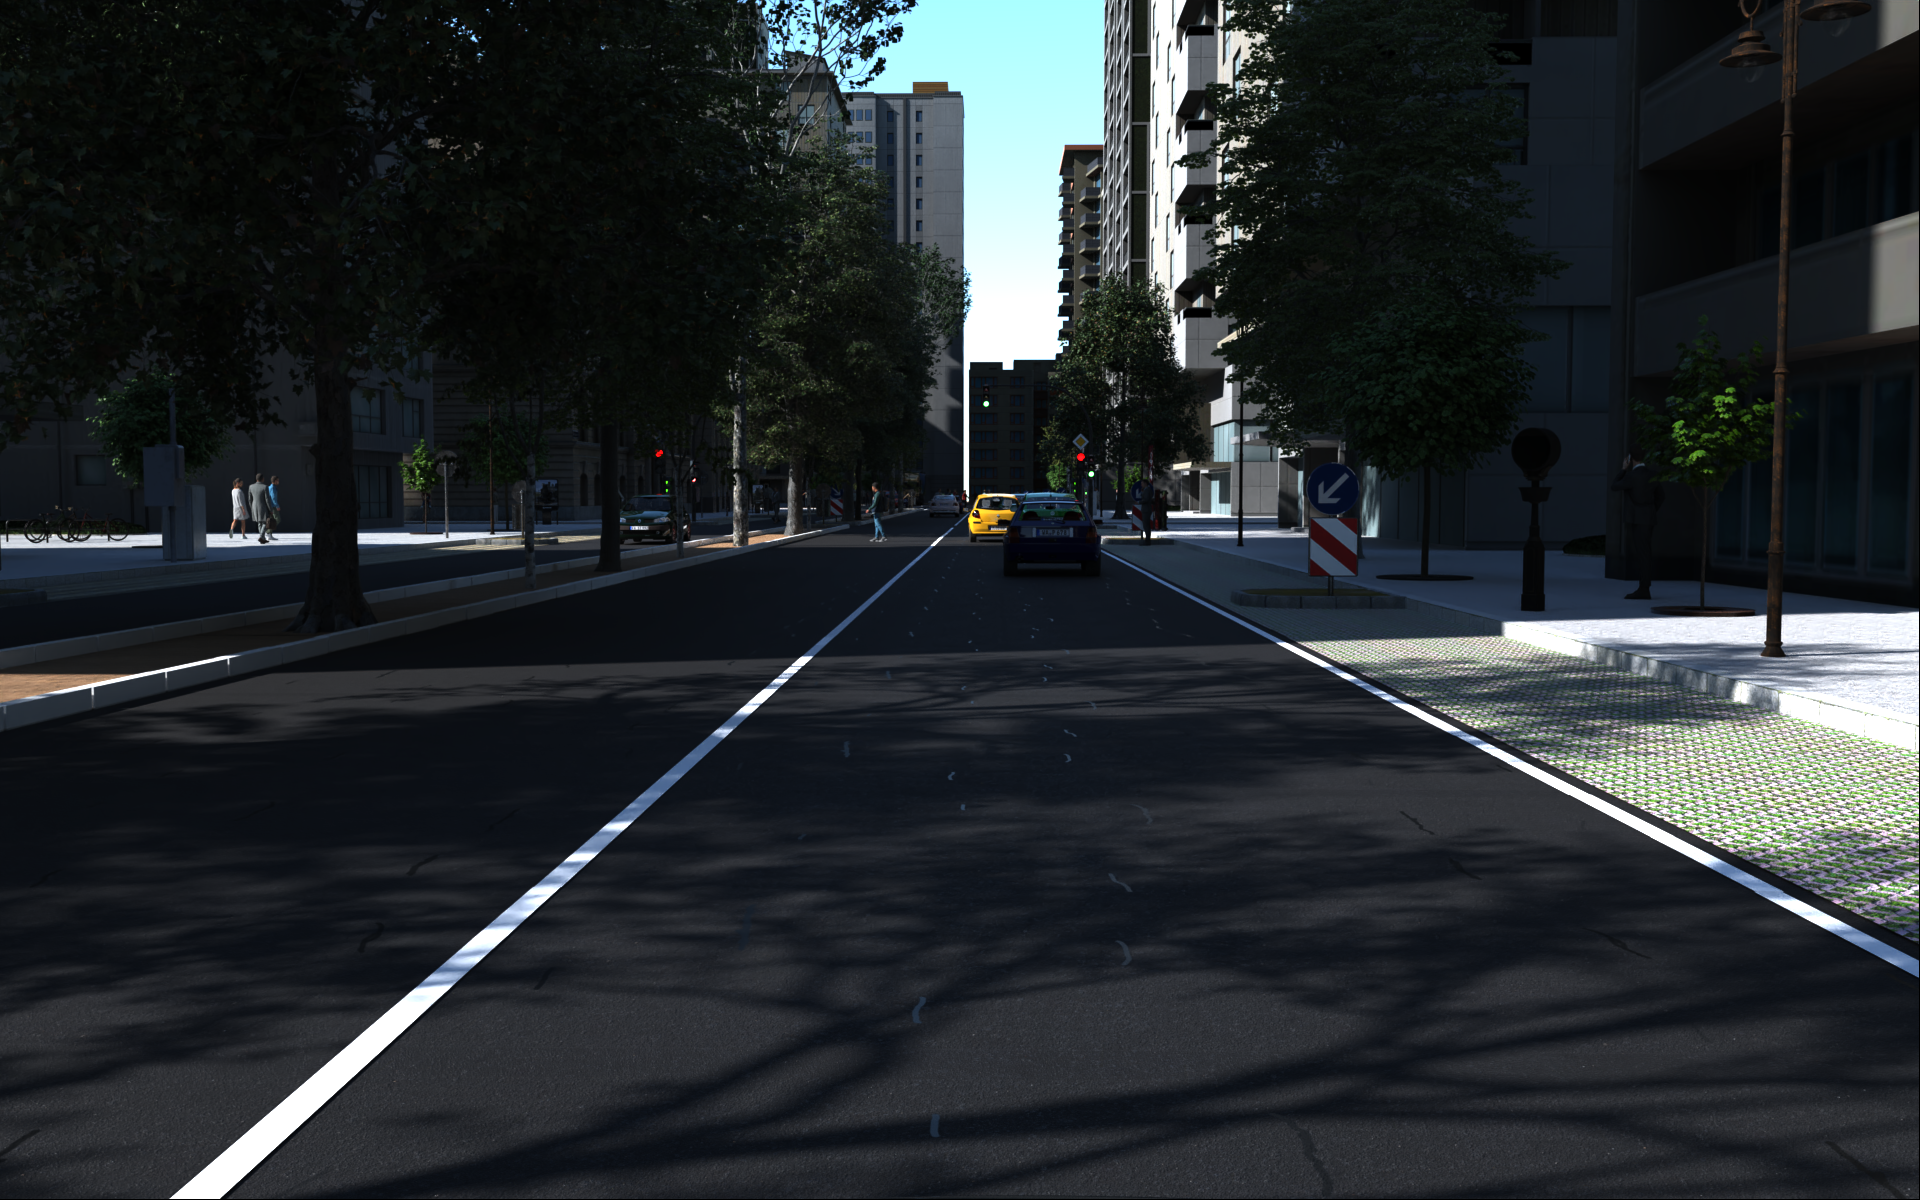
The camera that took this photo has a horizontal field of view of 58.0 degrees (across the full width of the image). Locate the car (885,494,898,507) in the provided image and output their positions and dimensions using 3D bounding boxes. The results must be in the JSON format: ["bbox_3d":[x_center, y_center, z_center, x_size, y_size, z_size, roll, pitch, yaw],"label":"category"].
[{"bbox_3d":[-6.651,-9.839,169.908,2.155,1.783,4.494,0,4,2],"label":"car"}]

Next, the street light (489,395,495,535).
[{"bbox_3d":[-14.793,-5.005,54.621,0.468,5.910,1.993,0,4,1],"label":"street light"}]

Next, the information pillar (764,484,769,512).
[{"bbox_3d":[-13.873,-7.319,124.155,0.304,2.012,0.304,0,4,-3],"label":"information pillar"}]

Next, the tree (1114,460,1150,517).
[{"bbox_3d":[10.146,-6.377,98.860,1.663,3.219,1.824,0,3,0],"label":"tree"}]

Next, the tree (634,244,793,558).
[{"bbox_3d":[-6.230,-5.229,38.311,4.737,8.622,4.395,0,3,0],"label":"tree"}]

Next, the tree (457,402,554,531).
[{"bbox_3d":[-15.948,-4.719,60.868,4.285,4.588,4.351,0,3,0],"label":"tree"}]

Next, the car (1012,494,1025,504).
[{"bbox_3d":[2.254,-3.242,64.805,2.131,1.459,4.920,0,4,2],"label":"car"}]

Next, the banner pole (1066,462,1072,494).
[{"bbox_3d":[8.337,-8.657,131.566,0.401,3.779,0.863,3,5,42],"label":"banner pole"}]

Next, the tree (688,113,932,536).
[{"bbox_3d":[-5.695,-9.173,59.090,9.857,13.997,8.962,0,3,0],"label":"tree"}]

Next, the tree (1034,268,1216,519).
[{"bbox_3d":[8.318,-10.463,88.075,9.611,12.733,9.660,0,3,0],"label":"tree"}]

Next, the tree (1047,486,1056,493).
[{"bbox_3d":[10.378,-11.828,187.989,1.663,3.219,1.824,0,3,0],"label":"tree"}]

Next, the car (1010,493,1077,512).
[{"bbox_3d":[2.263,-2.154,44.011,1.959,1.807,4.718,0,4,1],"label":"car"}]

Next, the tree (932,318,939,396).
[{"bbox_3d":[-5.430,-10.660,83.400,9.857,13.997,8.962,0,3,0],"label":"tree"}]

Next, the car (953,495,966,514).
[{"bbox_3d":[-0.567,-6.942,126.077,1.945,1.354,3.894,0,4,2],"label":"car"}]

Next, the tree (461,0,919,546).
[{"bbox_3d":[-7.191,-11.576,47.613,12.611,20.169,13.585,0,3,0],"label":"tree"}]

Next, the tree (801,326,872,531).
[{"bbox_3d":[-5.817,-6.961,66.639,4.737,8.622,4.395,0,3,0],"label":"tree"}]

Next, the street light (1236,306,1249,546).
[{"bbox_3d":[6.888,-4.257,42.382,0.468,5.910,1.993,0,4,1],"label":"street light"}]

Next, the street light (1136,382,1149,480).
[{"bbox_3d":[7.508,-6.029,71.355,0.468,5.910,1.993,0,4,1],"label":"street light"}]

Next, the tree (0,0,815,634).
[{"bbox_3d":[-6.532,-6.020,17.900,9.611,12.733,9.660,0,3,0],"label":"tree"}]

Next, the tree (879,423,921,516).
[{"bbox_3d":[-4.978,-9.726,111.831,4.737,8.622,4.395,0,3,0],"label":"tree"}]

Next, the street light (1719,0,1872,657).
[{"bbox_3d":[6.429,-2.491,13.513,0.468,5.910,1.993,0,4,1],"label":"street light"}]

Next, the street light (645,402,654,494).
[{"bbox_3d":[-14.295,-6.586,80.468,0.468,5.910,1.993,0,4,1],"label":"street light"}]

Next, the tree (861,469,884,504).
[{"bbox_3d":[-11.756,-15.028,229.422,4.285,4.588,4.351,0,3,0],"label":"tree"}]

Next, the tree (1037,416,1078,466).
[{"bbox_3d":[9.434,-13.064,163.956,4.737,8.622,4.395,0,3,0],"label":"tree"}]

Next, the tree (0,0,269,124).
[{"bbox_3d":[-6.736,-4.407,8.931,8.767,10.594,7.601,0,4,1],"label":"tree"}]

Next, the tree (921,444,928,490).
[{"bbox_3d":[-4.685,-11.573,142.033,4.737,8.622,4.395,0,3,0],"label":"tree"}]

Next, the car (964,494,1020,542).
[{"bbox_3d":[1.117,-2.608,52.865,2.015,1.641,3.980,0,4,0],"label":"car"}]

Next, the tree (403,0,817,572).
[{"bbox_3d":[-6.557,-6.814,31.996,7.486,12.596,7.792,0,3,0],"label":"tree"}]

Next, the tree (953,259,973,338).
[{"bbox_3d":[-5.902,-16.019,120.255,12.611,20.169,13.585,0,3,0],"label":"tree"}]

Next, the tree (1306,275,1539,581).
[{"bbox_3d":[6.972,-2.596,26.166,4.285,4.588,4.351,0,3,0],"label":"tree"}]

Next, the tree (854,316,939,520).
[{"bbox_3d":[-5.053,-10.718,103.450,9.928,11.665,9.643,0,3,0],"label":"tree"}]

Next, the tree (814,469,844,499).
[{"bbox_3d":[-13.173,-11.602,173.401,4.285,4.588,4.351,0,3,0],"label":"tree"}]

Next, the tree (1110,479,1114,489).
[{"bbox_3d":[11.370,-7.662,119.867,1.663,3.219,1.824,0,3,0],"label":"tree"}]

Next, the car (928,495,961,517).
[{"bbox_3d":[-0.968,-5.853,108.064,2.083,1.381,4.827,0,4,0],"label":"car"}]

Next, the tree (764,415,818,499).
[{"bbox_3d":[-13.470,-13.143,149.306,7.601,10.594,8.767,1,4,14],"label":"tree"}]

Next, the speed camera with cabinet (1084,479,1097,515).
[{"bbox_3d":[7.937,-6.785,105.263,0.660,3.252,2.038,0,4,-2],"label":"speed camera with cabinet"}]

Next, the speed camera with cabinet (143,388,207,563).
[{"bbox_3d":[-15.032,-2.374,33.146,0.660,3.252,2.038,-1,4,-9],"label":"speed camera with cabinet"}]

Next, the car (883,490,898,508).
[{"bbox_3d":[-7.178,-10.216,175.711,2.281,1.827,5.304,0,4,1],"label":"car"}]

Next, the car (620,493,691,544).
[{"bbox_3d":[-8.983,-2.498,50.625,2.009,1.686,4.222,0,4,1],"label":"car"}]

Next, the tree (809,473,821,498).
[{"bbox_3d":[-13.717,-10.252,162.215,1.663,3.219,1.824,0,3,0],"label":"tree"}]

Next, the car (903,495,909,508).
[{"bbox_3d":[-6.326,-10.478,183.898,1.945,1.354,3.894,0,3,0],"label":"car"}]

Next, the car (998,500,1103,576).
[{"bbox_3d":[1.657,-1.168,31.670,1.945,1.354,3.894,0,4,2],"label":"car"}]

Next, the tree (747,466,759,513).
[{"bbox_3d":[-14.750,-7.654,119.738,1.663,3.219,1.824,0,3,0],"label":"tree"}]

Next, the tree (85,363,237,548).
[{"bbox_3d":[-19.243,-3.538,41.560,4.285,4.588,4.351,0,3,0],"label":"tree"}]

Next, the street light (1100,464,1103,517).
[{"bbox_3d":[7.905,-7.581,96.732,0.468,5.910,1.993,0,4,1],"label":"street light"}]

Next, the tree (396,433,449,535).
[{"bbox_3d":[-17.175,-3.708,55.234,1.663,3.219,1.824,0,3,0],"label":"tree"}]

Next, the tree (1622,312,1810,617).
[{"bbox_3d":[7.885,-1.467,18.593,1.663,3.219,1.824,0,3,0],"label":"tree"}]

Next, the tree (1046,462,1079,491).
[{"bbox_3d":[9.572,-10.766,159.745,4.285,4.588,4.351,0,3,0],"label":"tree"}]

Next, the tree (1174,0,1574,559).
[{"bbox_3d":[7.922,-7.066,33.663,7.486,12.596,7.792,0,3,0],"label":"tree"}]

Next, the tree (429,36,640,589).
[{"bbox_3d":[-6.490,-4.482,26.103,4.360,8.622,3.978,0,3,0],"label":"tree"}]
